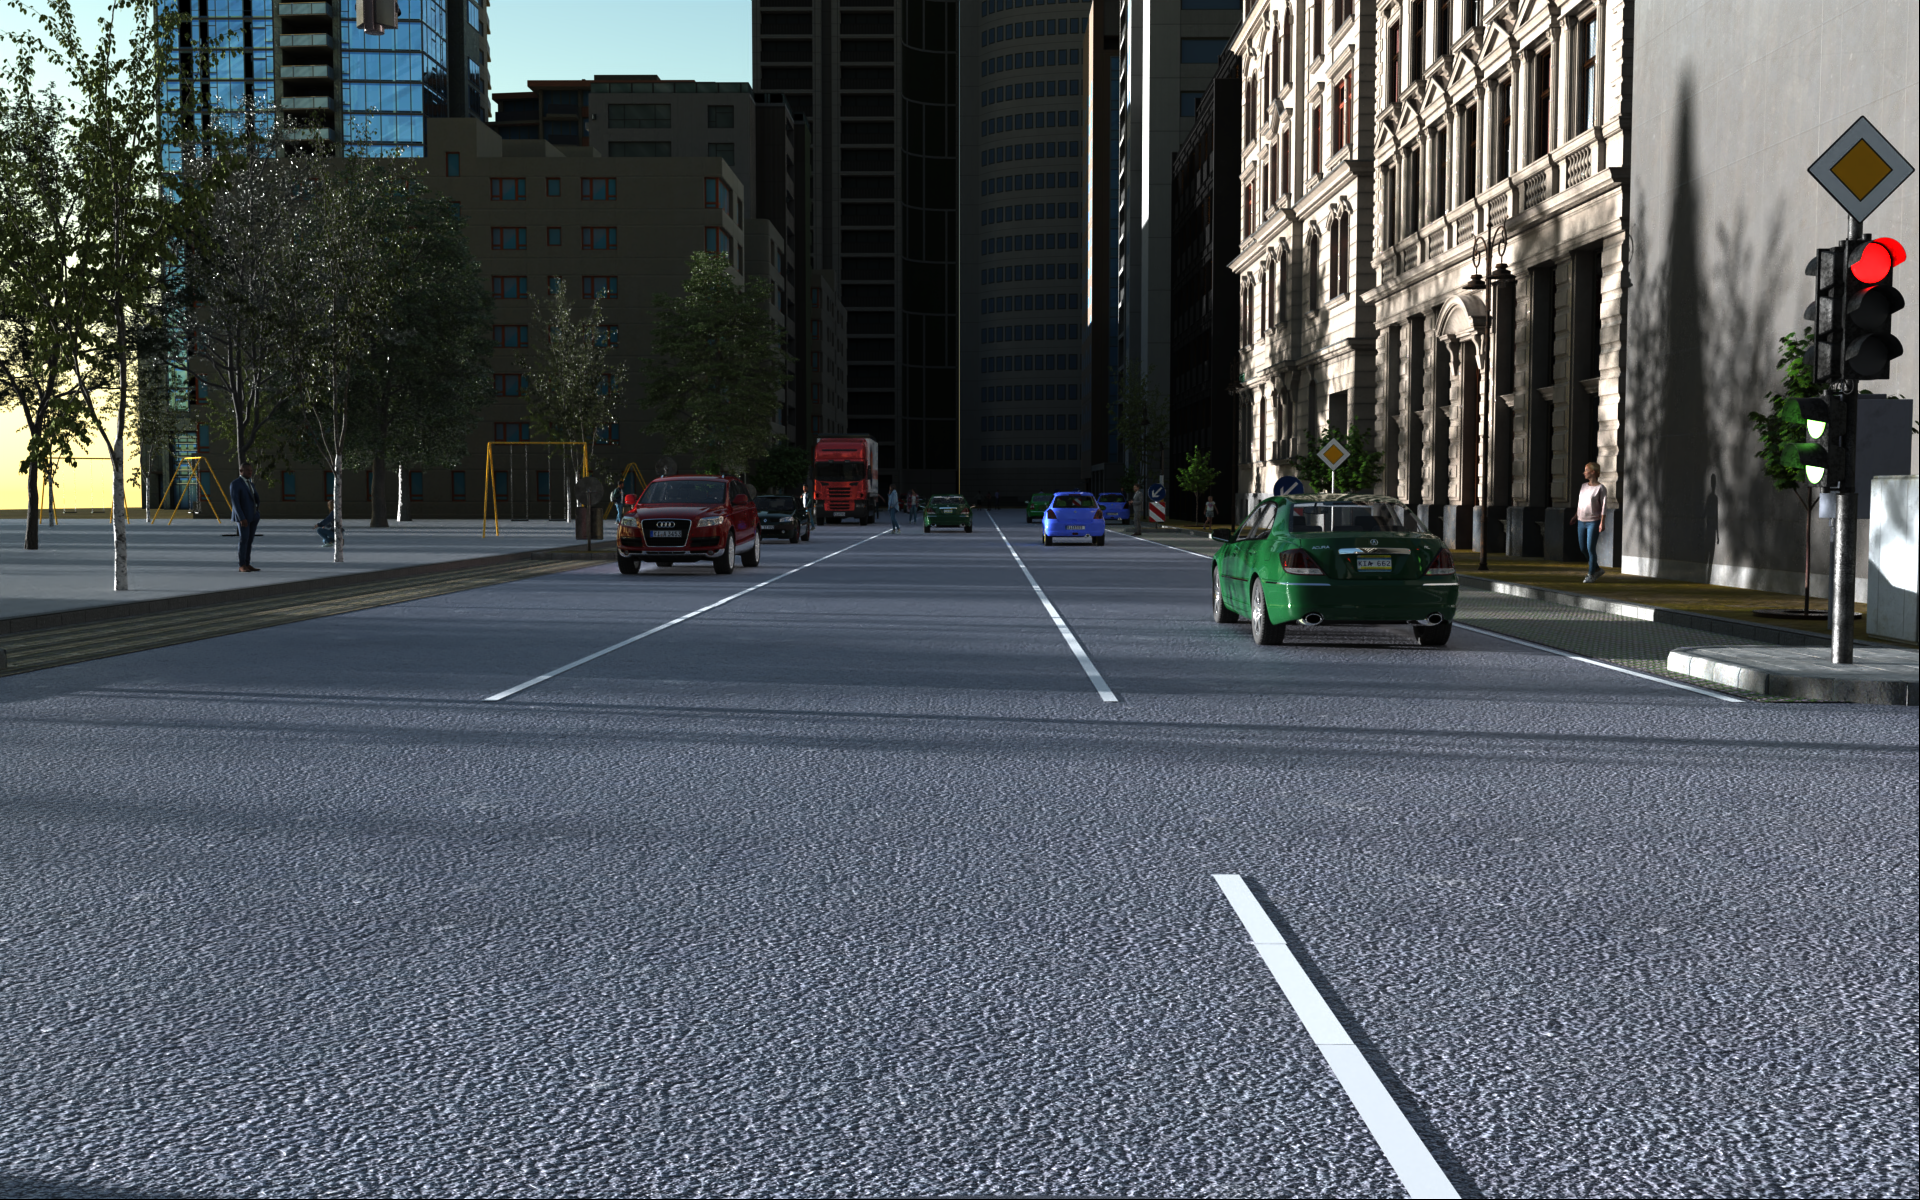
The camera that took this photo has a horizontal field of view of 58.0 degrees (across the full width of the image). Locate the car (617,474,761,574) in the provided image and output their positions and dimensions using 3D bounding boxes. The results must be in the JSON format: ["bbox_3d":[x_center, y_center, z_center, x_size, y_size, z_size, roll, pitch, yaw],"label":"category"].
[{"bbox_3d":[-5.041,-1.471,32.722,2.281,1.827,5.304,0,4,2],"label":"car"}]

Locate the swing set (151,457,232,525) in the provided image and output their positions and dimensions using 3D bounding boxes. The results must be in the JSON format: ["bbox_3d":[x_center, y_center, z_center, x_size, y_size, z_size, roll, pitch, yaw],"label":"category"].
[{"bbox_3d":[-32.638,-4.658,73.781,2.862,2.851,3.119,-3,4,-38],"label":"swing set"}]

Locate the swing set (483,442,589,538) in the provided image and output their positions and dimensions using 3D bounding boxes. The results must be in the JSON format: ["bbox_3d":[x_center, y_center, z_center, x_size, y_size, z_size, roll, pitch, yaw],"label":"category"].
[{"bbox_3d":[-12.796,-3.329,52.041,3.119,2.851,2.862,0,4,-7],"label":"swing set"}]

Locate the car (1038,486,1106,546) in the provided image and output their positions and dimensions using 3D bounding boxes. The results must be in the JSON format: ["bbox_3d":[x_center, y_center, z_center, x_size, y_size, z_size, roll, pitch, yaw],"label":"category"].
[{"bbox_3d":[3.202,-2.426,49.257,1.945,1.707,3.694,0,4,1],"label":"car"}]

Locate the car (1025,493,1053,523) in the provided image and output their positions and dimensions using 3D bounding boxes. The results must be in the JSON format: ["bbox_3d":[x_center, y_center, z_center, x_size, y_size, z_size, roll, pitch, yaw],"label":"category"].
[{"bbox_3d":[4.215,-4.747,86.417,1.959,1.807,4.718,0,4,1],"label":"car"}]

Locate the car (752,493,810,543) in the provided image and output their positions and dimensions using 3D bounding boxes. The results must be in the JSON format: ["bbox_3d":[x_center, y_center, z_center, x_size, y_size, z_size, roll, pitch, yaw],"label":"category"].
[{"bbox_3d":[-5.514,-2.559,51.620,2.009,1.686,4.222,0,4,2],"label":"car"}]

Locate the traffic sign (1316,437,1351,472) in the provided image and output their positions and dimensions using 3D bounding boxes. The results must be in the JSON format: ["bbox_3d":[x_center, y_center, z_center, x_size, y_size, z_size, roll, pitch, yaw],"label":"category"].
[{"bbox_3d":[8.658,-2.469,40.098,0.795,2.593,0.064,1,4,10],"label":"traffic sign"}]

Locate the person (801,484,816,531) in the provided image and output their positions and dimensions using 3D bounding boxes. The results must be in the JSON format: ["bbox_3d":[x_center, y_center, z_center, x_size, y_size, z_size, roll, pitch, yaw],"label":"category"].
[{"bbox_3d":[-5.963,-3.605,67.434,0.713,1.824,0.794,-1,4,-20],"label":"person"}]

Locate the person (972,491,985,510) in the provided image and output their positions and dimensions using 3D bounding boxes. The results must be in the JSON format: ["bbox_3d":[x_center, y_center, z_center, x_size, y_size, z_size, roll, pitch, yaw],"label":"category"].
[{"bbox_3d":[1.655,-8.701,151.553,1.217,1.735,0.721,-2,4,-24],"label":"person"}]

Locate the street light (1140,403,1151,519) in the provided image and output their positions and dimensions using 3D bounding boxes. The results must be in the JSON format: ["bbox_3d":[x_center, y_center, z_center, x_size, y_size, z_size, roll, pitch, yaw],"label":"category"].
[{"bbox_3d":[9.373,-7.036,87.821,0.468,5.910,1.993,0,4,1],"label":"street light"}]

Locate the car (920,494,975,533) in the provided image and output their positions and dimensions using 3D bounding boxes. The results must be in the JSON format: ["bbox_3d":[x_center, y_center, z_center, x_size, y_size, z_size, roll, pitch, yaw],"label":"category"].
[{"bbox_3d":[-0.469,-3.290,65.591,2.131,1.459,4.920,0,4,-1],"label":"car"}]

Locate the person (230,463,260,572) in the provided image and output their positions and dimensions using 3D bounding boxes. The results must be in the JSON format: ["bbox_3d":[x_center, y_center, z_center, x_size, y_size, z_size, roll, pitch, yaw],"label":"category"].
[{"bbox_3d":[-11.857,-1.376,28.729,0.419,1.800,0.721,0,4,1],"label":"person"}]

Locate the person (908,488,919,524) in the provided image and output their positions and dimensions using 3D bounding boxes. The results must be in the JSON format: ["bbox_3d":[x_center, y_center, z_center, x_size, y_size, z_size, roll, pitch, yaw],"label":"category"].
[{"bbox_3d":[-2.223,-4.510,83.077,0.563,1.720,0.643,0,4,-1],"label":"person"}]

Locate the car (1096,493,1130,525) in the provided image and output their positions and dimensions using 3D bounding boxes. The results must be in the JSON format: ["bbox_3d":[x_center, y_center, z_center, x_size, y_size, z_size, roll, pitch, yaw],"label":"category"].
[{"bbox_3d":[7.078,-4.399,81.517,1.945,1.707,3.694,0,4,2],"label":"car"}]

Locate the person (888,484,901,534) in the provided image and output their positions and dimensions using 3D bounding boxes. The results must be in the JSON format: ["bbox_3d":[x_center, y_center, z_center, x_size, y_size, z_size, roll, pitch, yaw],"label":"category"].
[{"bbox_3d":[-2.366,-3.274,62.290,0.793,1.790,0.793,-3,5,-44],"label":"person"}]

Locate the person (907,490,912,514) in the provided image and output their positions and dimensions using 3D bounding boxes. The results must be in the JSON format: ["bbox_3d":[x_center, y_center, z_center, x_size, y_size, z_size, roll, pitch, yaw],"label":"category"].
[{"bbox_3d":[-3.660,-7.165,126.323,0.551,1.740,0.621,2,4,34],"label":"person"}]

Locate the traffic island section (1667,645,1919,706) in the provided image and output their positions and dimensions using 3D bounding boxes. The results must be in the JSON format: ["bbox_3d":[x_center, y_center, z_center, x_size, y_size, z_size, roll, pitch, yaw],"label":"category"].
[{"bbox_3d":[6.722,0.558,13.160,2.009,0.180,2.903,0,4,1],"label":"traffic island section"}]

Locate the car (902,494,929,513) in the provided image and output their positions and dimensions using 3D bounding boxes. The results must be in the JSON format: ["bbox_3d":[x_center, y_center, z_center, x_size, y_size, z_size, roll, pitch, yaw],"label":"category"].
[{"bbox_3d":[-3.450,-7.530,134.912,2.131,1.459,4.920,0,4,0],"label":"car"}]

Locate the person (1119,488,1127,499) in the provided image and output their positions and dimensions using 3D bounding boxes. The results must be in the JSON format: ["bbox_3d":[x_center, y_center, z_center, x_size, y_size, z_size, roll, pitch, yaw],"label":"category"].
[{"bbox_3d":[9.591,-5.834,102.342,0.541,1.710,0.530,2,4,32],"label":"person"}]

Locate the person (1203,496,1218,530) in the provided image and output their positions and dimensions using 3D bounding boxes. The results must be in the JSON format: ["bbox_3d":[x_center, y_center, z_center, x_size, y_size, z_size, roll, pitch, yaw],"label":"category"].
[{"bbox_3d":[8.954,-3.105,61.831,0.505,1.210,0.382,0,4,-3],"label":"person"}]

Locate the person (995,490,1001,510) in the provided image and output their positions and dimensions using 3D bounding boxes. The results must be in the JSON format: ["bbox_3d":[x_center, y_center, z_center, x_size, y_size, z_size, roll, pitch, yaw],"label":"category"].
[{"bbox_3d":[3.557,-9.255,159.679,0.599,1.838,0.709,3,5,40],"label":"person"}]

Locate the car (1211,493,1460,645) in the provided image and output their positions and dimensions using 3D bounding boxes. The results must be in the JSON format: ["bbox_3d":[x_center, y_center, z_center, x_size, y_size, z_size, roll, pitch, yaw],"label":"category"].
[{"bbox_3d":[3.740,-0.371,17.863,2.131,1.459,4.920,0,4,1],"label":"car"}]

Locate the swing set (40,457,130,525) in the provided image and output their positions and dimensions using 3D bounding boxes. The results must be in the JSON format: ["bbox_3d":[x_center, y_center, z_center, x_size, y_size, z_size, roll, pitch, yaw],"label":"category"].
[{"bbox_3d":[-37.622,-4.709,74.607,3.119,2.851,2.862,-3,5,-41],"label":"swing set"}]

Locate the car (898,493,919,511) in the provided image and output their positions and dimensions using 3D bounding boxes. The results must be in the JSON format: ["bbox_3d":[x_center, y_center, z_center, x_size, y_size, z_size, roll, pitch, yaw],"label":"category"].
[{"bbox_3d":[-4.342,-8.331,145.253,2.155,1.783,4.494,0,3,0],"label":"car"}]

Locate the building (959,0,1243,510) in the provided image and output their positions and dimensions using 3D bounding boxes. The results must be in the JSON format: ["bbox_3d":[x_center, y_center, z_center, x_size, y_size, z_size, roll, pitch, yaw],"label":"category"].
[{"bbox_3d":[13.980,-39.177,182.546,28.212,58.520,21.231,0,4,1],"label":"building"}]

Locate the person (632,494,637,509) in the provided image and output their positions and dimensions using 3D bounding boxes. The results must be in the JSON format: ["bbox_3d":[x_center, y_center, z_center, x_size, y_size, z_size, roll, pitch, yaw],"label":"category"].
[{"bbox_3d":[-13.099,-3.632,69.695,0.640,1.303,0.475,-1,4,-14],"label":"person"}]

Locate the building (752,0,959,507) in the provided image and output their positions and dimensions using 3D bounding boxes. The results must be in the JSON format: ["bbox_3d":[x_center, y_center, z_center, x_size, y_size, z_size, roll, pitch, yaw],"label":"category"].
[{"bbox_3d":[-10.435,-45.484,181.911,20.611,71.187,20.563,0,4,1],"label":"building"}]

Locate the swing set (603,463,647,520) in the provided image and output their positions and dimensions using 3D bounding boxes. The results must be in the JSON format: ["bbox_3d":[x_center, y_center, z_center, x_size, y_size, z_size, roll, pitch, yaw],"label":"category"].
[{"bbox_3d":[-16.554,-5.489,87.360,2.862,2.851,3.119,-1,4,-14],"label":"swing set"}]

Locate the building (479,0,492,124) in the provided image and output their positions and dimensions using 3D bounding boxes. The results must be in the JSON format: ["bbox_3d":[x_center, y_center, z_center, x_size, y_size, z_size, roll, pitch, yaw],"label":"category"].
[{"bbox_3d":[-64.714,-39.236,183.503,28.212,58.520,21.231,0,4,1],"label":"building"}]

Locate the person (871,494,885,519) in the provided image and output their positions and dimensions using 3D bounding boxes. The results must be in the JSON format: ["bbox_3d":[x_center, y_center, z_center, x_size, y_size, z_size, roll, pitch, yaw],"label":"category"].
[{"bbox_3d":[-4.916,-5.587,100.549,1.217,1.736,0.721,1,4,14],"label":"person"}]

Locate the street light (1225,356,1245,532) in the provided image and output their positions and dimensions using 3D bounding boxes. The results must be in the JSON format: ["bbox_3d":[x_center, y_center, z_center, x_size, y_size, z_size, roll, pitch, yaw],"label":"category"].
[{"bbox_3d":[9.207,-5.223,58.192,0.468,5.910,1.993,0,4,1],"label":"street light"}]

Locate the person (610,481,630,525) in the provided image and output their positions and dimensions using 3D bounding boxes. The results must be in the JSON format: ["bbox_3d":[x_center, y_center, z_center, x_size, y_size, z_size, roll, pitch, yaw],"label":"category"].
[{"bbox_3d":[-13.884,-3.970,70.931,0.713,1.824,0.794,3,5,39],"label":"person"}]

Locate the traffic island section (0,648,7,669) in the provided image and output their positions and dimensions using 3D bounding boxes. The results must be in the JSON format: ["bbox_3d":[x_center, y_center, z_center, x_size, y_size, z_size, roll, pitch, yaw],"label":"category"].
[{"bbox_3d":[-8.818,0.549,13.302,2.009,0.180,2.903,0,4,1],"label":"traffic island section"}]

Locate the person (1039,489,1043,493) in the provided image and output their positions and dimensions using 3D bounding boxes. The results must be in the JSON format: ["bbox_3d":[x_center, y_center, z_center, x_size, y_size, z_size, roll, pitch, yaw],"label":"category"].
[{"bbox_3d":[6.673,-8.097,140.748,0.709,1.838,0.599,2,4,27],"label":"person"}]

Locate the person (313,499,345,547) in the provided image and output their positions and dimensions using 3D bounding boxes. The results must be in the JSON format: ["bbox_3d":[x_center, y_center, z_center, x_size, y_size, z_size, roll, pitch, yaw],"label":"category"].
[{"bbox_3d":[-15.407,-1.872,42.156,0.738,1.151,1.012,0,4,5],"label":"person"}]

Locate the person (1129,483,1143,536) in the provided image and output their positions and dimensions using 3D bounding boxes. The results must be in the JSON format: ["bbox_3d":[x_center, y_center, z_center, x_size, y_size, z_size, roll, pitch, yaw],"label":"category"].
[{"bbox_3d":[6.019,-3.118,59.673,0.583,1.804,0.606,-1,4,-18],"label":"person"}]

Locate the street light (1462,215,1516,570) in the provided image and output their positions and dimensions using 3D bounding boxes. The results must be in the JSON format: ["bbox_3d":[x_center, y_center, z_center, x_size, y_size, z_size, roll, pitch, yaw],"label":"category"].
[{"bbox_3d":[8.837,-3.442,29.069,0.468,5.910,1.993,0,4,1],"label":"street light"}]

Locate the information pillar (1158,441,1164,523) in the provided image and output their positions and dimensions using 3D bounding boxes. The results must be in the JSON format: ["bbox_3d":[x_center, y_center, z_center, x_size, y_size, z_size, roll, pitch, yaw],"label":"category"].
[{"bbox_3d":[8.877,-5.194,76.278,0.183,3.616,0.504,0,4,-5],"label":"information pillar"}]

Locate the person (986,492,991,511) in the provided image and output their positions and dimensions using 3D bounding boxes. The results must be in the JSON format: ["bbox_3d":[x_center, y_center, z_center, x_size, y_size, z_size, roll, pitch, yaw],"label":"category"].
[{"bbox_3d":[2.446,-8.507,149.052,0.593,1.643,0.415,3,4,37],"label":"person"}]

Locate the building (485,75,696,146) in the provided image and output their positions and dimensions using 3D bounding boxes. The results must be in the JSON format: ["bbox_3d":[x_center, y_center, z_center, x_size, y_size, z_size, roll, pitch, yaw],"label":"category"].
[{"bbox_3d":[-35.383,-32.379,184.013,28.867,44.769,22.147,0,4,1],"label":"building"}]

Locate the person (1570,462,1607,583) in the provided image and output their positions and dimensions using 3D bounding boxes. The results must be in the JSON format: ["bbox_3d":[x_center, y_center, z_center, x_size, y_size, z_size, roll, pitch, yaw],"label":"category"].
[{"bbox_3d":[9.164,-1.127,25.145,0.598,1.740,0.731,-2,4,-35],"label":"person"}]

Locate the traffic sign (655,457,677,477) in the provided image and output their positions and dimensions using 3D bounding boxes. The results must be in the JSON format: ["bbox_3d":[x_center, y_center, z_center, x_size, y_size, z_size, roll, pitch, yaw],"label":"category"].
[{"bbox_3d":[-10.082,-3.629,59.443,0.768,2.556,0.104,0,4,7],"label":"traffic sign"}]
